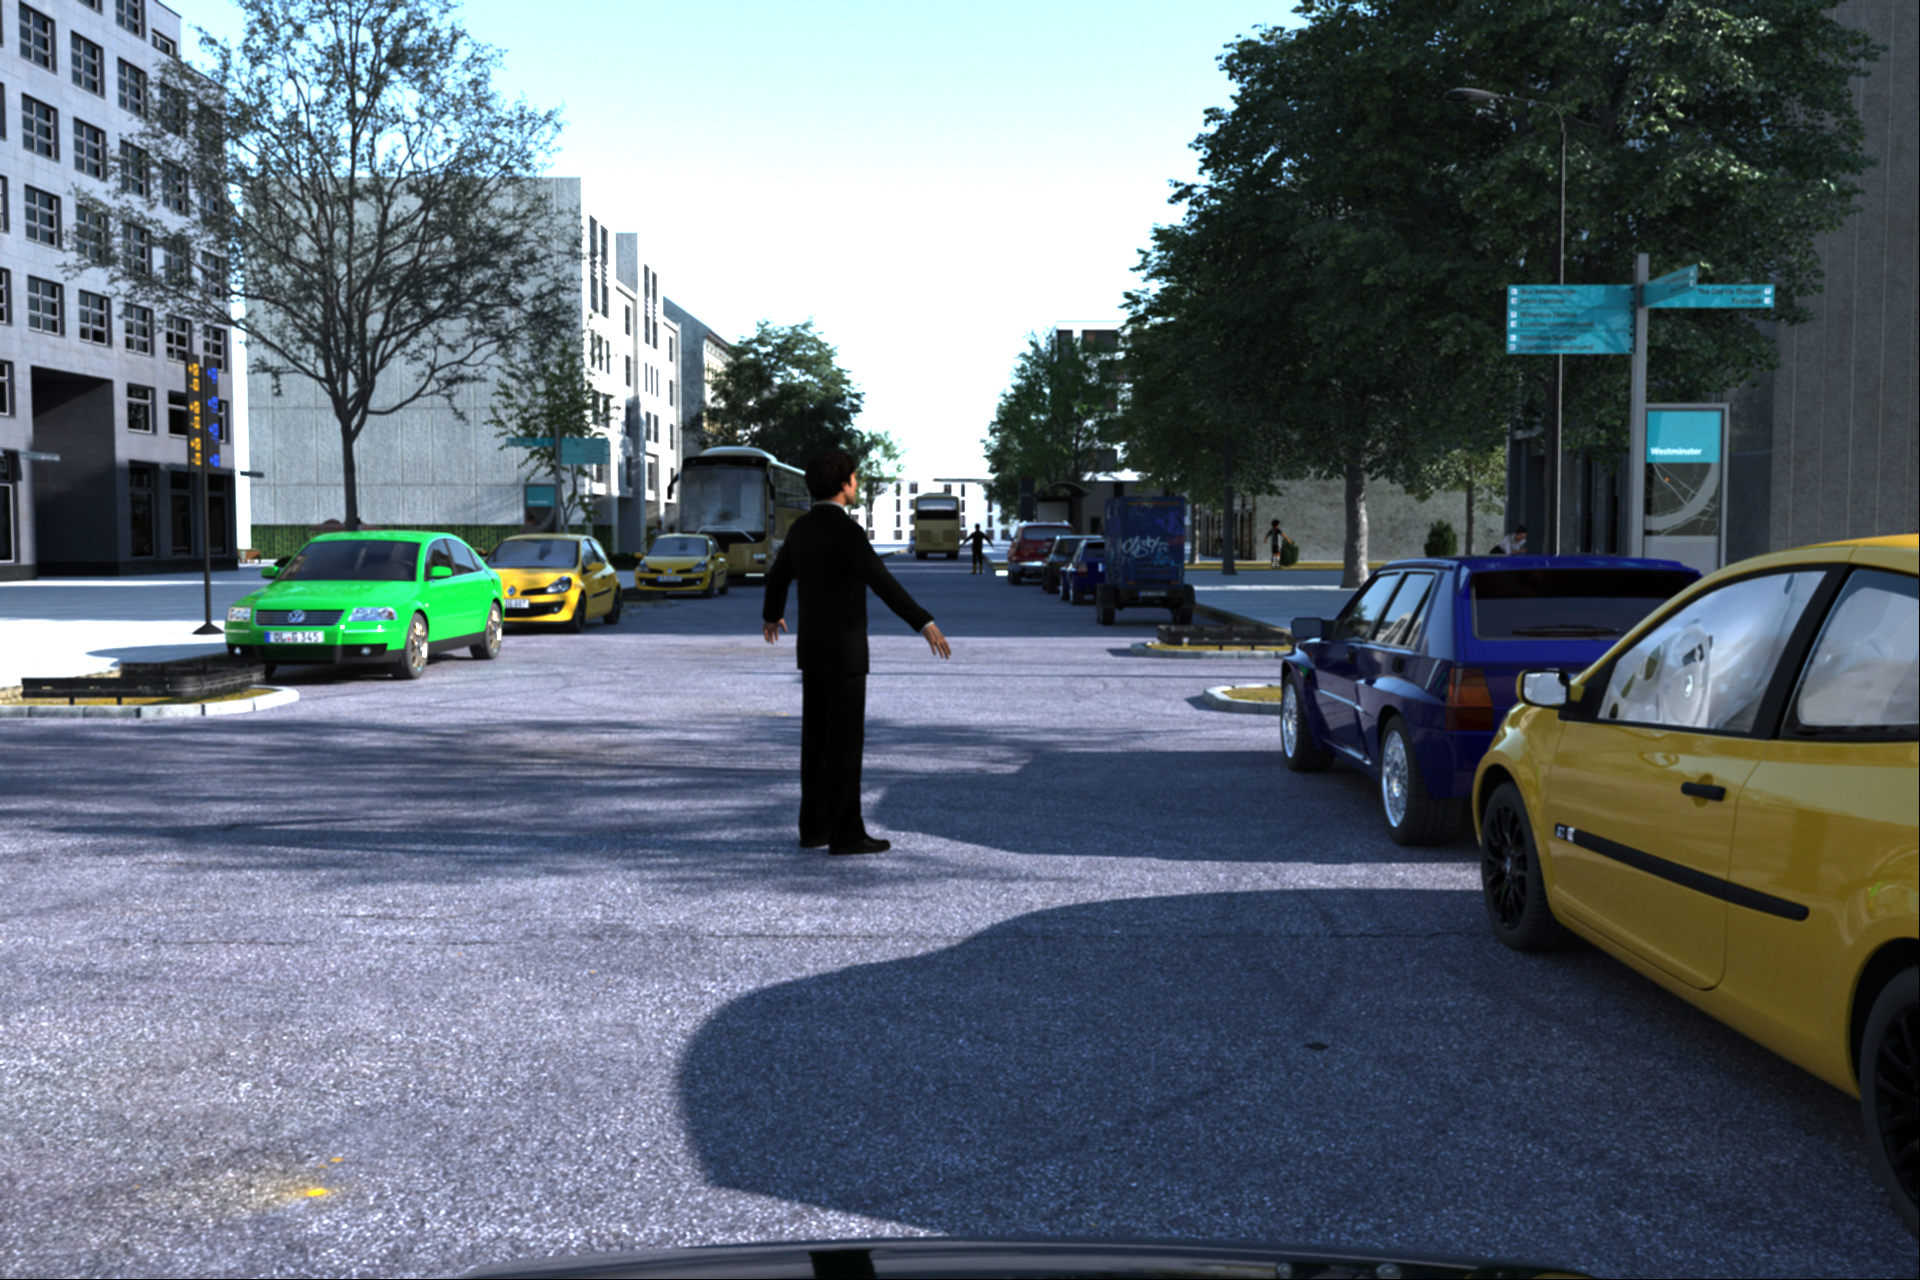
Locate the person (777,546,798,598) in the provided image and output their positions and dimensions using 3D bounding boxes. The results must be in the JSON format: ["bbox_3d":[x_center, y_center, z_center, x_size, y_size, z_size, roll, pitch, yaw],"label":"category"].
[{"bbox_3d":[-3.462,-1.876,38.906,1.354,1.856,0.705,0,4,4],"label":"person"}]

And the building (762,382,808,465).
[{"bbox_3d":[-27.815,-22.676,201.688,19.493,23.208,18.063,0,4,0],"label":"building"}]

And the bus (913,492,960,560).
[{"bbox_3d":[-1.346,-6.658,100.412,2.896,3.916,12.252,0,4,-1],"label":"bus"}]

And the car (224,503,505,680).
[{"bbox_3d":[-6.195,-0.589,18.429,1.959,1.807,4.718,0,4,0],"label":"car"}]

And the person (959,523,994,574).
[{"bbox_3d":[0.612,-3.272,62.097,1.346,1.812,0.704,-1,4,-21],"label":"person"}]

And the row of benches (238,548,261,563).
[{"bbox_3d":[-32.395,-3.830,78.082,1.422,0.672,4.104,-3,4,-37],"label":"row of benches"}]

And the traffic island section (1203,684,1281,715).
[{"bbox_3d":[3.090,0.506,14.594,1.991,0.108,1.994,0,4,0],"label":"traffic island section"}]

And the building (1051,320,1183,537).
[{"bbox_3d":[23.300,-20.667,181.885,27.936,21.610,32.646,0,4,0],"label":"building"}]

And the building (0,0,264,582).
[{"bbox_3d":[-30.331,-14.128,49.406,11.959,24.771,22.079,0,3,0],"label":"building"}]

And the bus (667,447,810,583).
[{"bbox_3d":[-6.348,-3.719,52.346,2.896,3.916,12.252,0,4,0],"label":"bus"}]

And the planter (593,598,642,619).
[{"bbox_3d":[-6.644,-0.556,30.236,1.991,0.319,1.994,0,4,1],"label":"planter"}]

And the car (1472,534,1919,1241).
[{"bbox_3d":[2.739,0.331,4.817,2.015,1.641,3.980,0,4,-1],"label":"car"}]

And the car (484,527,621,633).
[{"bbox_3d":[-6.301,-0.978,26.222,2.015,1.641,3.980,0,4,0],"label":"car"}]

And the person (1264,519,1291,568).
[{"bbox_3d":[11.835,-3.587,64.784,0.704,1.843,1.345,-2,4,-35],"label":"person"}]

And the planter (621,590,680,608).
[{"bbox_3d":[-6.645,-0.812,34.410,1.991,0.319,1.994,0,3,0],"label":"planter"}]

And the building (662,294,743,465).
[{"bbox_3d":[-27.952,-18.708,136.800,19.493,23.208,18.063,0,4,1],"label":"building"}]

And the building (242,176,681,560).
[{"bbox_3d":[-27.183,-14.390,101.737,16.747,18.905,31.486,0,4,0],"label":"building"}]

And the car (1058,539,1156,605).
[{"bbox_3d":[3.060,-1.448,36.255,1.945,1.354,3.894,0,4,-1],"label":"car"}]

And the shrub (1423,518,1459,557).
[{"bbox_3d":[21.987,-4.571,79.153,1.690,2.028,1.600,0,3,0],"label":"shrub"}]

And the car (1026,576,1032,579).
[{"bbox_3d":[2.940,-2.849,56.810,2.015,1.641,3.980,0,4,0],"label":"car"}]

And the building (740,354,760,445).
[{"bbox_3d":[-26.839,-19.671,178.033,16.016,20.090,11.380,0,4,0],"label":"building"}]

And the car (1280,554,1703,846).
[{"bbox_3d":[2.848,0.200,9.307,1.945,1.354,3.894,0,4,0],"label":"car"}]

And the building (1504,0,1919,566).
[{"bbox_3d":[25.241,-14.266,50.506,12.078,24.872,19.932,0,4,0],"label":"building"}]

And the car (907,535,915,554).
[{"bbox_3d":[-2.931,-7.163,129.111,2.014,1.417,4.499,0,4,0],"label":"car"}]

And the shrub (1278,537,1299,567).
[{"bbox_3d":[12.806,-3.468,67.819,1.383,1.207,1.383,0,3,0],"label":"shrub"}]

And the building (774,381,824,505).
[{"bbox_3d":[-27.251,-23.786,219.823,19.493,23.208,18.063,0,4,0],"label":"building"}]

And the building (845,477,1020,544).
[{"bbox_3d":[-4.552,-18.954,254.507,28.070,9.664,9.099,0,4,-8],"label":"building"}]

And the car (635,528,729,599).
[{"bbox_3d":[-6.350,-1.804,39.714,2.015,1.641,3.980,0,4,0],"label":"car"}]

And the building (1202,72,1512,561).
[{"bbox_3d":[23.171,-15.846,90.004,19.493,23.208,18.063,0,4,0],"label":"building"}]

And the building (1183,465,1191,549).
[{"bbox_3d":[23.915,-11.992,138.217,9.099,9.664,28.070,0,4,0],"label":"building"}]

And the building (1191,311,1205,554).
[{"bbox_3d":[25.091,-17.006,108.972,19.493,23.208,18.063,0,4,0],"label":"building"}]

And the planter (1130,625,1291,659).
[{"bbox_3d":[3.074,0.019,20.823,1.991,0.319,1.994,0,4,0],"label":"planter"}]

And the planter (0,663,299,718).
[{"bbox_3d":[-6.705,0.408,14.472,1.991,0.319,1.994,0,4,1],"label":"planter"}]

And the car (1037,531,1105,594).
[{"bbox_3d":[2.935,-2.022,42.848,2.009,1.686,4.222,0,4,0],"label":"car"}]

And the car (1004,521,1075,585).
[{"bbox_3d":[2.429,-2.541,50.220,2.281,1.827,5.304,0,3,0],"label":"car"}]

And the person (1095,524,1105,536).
[{"bbox_3d":[7.636,-5.362,93.803,0.705,1.813,1.348,-3,5,-41],"label":"person"}]

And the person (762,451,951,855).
[{"bbox_3d":[-0.550,0.048,7.856,0.705,1.806,1.347,-3,5,-40],"label":"person"}]

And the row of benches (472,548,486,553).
[{"bbox_3d":[-21.889,-3.792,77.458,4.104,0.672,1.422,0,4,-1],"label":"row of benches"}]
